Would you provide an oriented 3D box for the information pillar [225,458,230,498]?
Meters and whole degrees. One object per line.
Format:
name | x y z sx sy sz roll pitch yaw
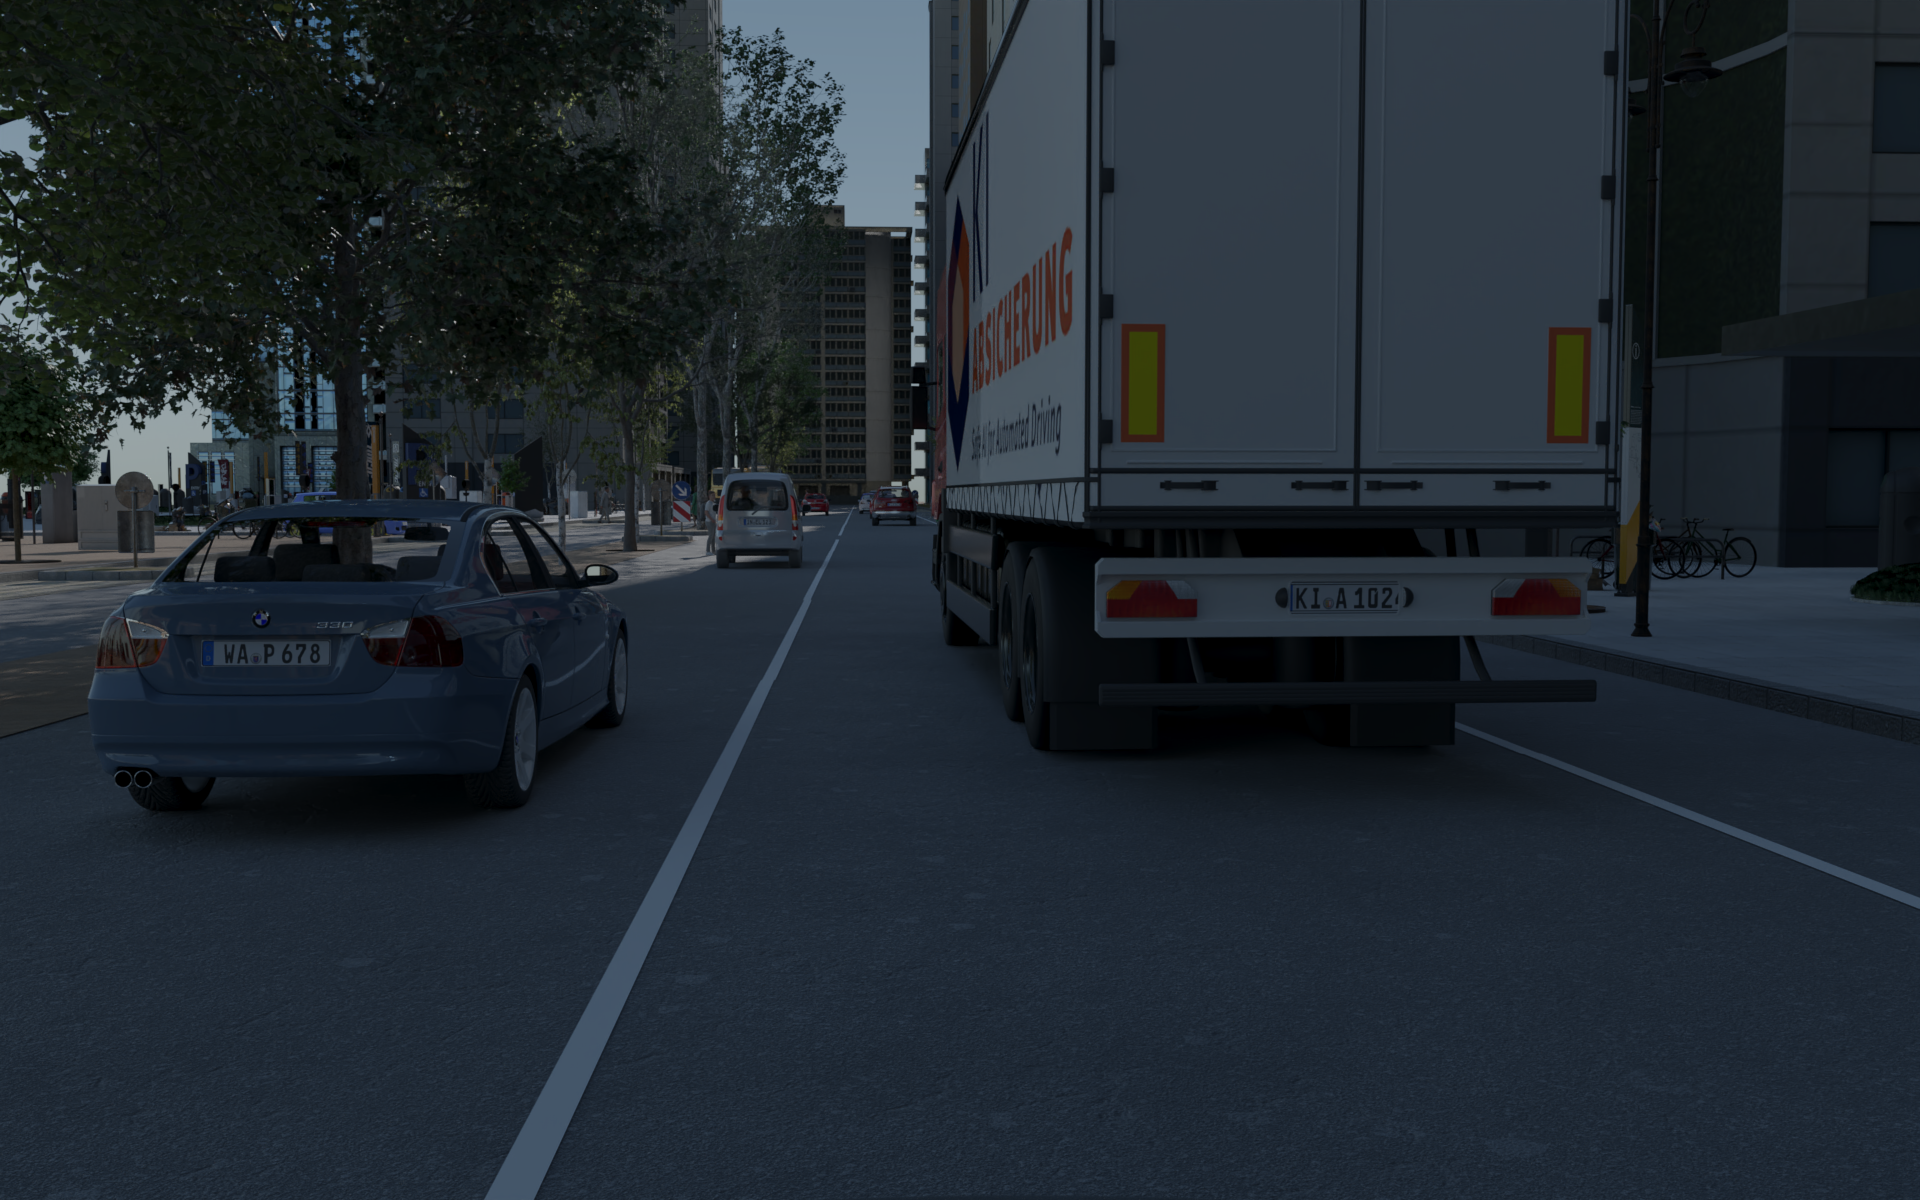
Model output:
information pillar | -47.593 -7.427 112.794 0.504 3.616 0.183 1 4 14

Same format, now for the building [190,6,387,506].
building | -81.282 -55.862 226.008 31.000 86.520 22.319 0 4 -3

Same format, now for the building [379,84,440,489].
building | -34.922 -43.123 143.319 20.563 71.187 20.611 0 4 -3

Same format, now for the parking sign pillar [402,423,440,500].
parking sign pillar | -20.590 -4.753 66.188 1.447 3.967 1.447 -3 4 -37

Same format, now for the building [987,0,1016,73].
building | 15.873 -31.273 100.558 28.713 52.752 27.495 0 4 -3

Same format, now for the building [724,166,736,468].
building | -36.918 -35.203 225.685 14.200 45.320 14.600 0 4 -3

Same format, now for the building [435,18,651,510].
building | -36.509 -44.378 163.834 20.563 71.187 20.611 0 4 -3

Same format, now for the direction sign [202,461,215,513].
direction sign | -51.405 -7.740 118.542 0.379 3.537 0.876 3 5 41

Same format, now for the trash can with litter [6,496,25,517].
trash can with litter | -52.095 -5.164 95.497 1.678 1.210 2.233 0 4 -7

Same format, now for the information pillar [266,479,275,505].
information pillar | -32.920 -4.784 82.718 0.304 2.012 0.304 -3 5 -44

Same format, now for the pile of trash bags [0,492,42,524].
pile of trash bags | -38.736 -3.894 73.415 3.447 1.369 1.912 -3 5 -40

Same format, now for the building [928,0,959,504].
building | 7.015 -40.061 196.994 21.231 58.520 28.212 0 4 -3

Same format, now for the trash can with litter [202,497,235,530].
trash can with litter | -25.474 -2.941 59.478 1.055 1.170 0.624 0 4 1

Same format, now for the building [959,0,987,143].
building | 7.201 -29.298 129.128 14.600 45.320 14.200 0 4 -3

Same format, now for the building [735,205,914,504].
building | -18.345 -33.247 235.464 23.993 40.220 32.217 0 4 -3

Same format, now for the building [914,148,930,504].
building | 9.050 -37.517 233.009 30.456 49.044 23.786 0 4 -3

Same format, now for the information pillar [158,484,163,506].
information pillar | -58.146 -7.433 126.020 0.304 2.012 0.304 -3 5 -43

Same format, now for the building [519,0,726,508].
building | -37.959 -46.464 197.939 20.611 71.187 20.563 0 4 -3

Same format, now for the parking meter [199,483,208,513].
parking meter | -41.635 -5.483 95.358 0.399 1.863 0.255 -3 5 -42

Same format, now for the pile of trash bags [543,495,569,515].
pile of trash bags | -24.578 -5.875 105.814 1.912 1.369 3.447 1 4 21

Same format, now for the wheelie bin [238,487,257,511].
wheelie bin | -32.712 -4.381 79.531 0.980 1.594 0.693 3 5 39

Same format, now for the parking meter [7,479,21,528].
parking meter | -35.335 -3.609 64.725 0.255 1.863 0.399 2 4 31

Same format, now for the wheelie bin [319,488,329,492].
wheelie bin | -32.733 -4.961 89.023 0.693 1.594 0.980 -3 4 -37

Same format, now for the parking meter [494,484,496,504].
parking meter | -26.178 -5.624 97.657 0.255 1.863 0.399 3 5 39

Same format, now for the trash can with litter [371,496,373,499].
trash can with litter | -40.608 -6.555 118.557 0.624 1.170 1.055 2 4 28

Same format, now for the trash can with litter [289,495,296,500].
trash can with litter | -38.654 -5.415 99.593 2.233 1.210 1.678 0 4 -4

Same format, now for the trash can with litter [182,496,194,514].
trash can with litter | -37.180 -4.481 84.315 2.233 1.210 1.678 -1 4 -17

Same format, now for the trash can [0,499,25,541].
trash can | -25.782 -2.164 47.027 0.748 1.137 0.748 0 3 0

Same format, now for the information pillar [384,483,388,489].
information pillar | -38.095 -6.755 114.941 0.304 2.012 0.304 -1 4 -9

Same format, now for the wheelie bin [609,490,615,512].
wheelie bin | -25.058 -7.077 123.612 0.980 1.594 0.693 0 4 7

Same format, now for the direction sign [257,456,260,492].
direction sign | -42.252 -6.874 104.386 0.379 3.537 0.876 -1 4 -14

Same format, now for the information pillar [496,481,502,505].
information pillar | -24.725 -5.410 92.948 0.304 2.012 0.304 -1 4 -13

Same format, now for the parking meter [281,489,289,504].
parking meter | -33.640 -4.768 86.372 0.372 1.533 0.369 0 3 0

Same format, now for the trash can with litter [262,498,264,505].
trash can with litter | -51.877 -7.195 129.018 1.055 1.170 0.624 1 4 10

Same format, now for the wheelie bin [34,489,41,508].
wheelie bin | -61.208 -6.553 115.056 0.693 1.594 0.980 2 4 27

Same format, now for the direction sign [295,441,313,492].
direction sign | -28.106 -5.010 73.903 0.379 3.537 0.876 0 4 7

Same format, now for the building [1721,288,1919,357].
building | 19.350 -21.299 2.863 22.147 44.769 28.867 0 4 -3

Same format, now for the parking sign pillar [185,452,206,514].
parking sign pillar | -49.044 -7.501 111.120 1.447 3.967 1.447 1 4 21

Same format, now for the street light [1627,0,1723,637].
street light | 6.146 -2.609 15.440 0.468 5.910 1.993 0 4 -3

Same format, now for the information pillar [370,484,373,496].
information pillar | -43.004 -7.481 126.803 0.304 2.012 0.304 0 4 -6

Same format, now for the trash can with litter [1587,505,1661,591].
trash can with litter | 8.697 -0.709 22.987 1.055 1.170 0.624 1 4 10

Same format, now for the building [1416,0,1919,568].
building | 15.430 -36.698 38.260 20.563 71.187 20.611 0 4 -3

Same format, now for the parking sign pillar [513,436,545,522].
parking sign pillar | -19.883 -5.578 79.665 1.447 3.967 1.447 -2 4 -27

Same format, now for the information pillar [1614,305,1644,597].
information pillar | 8.429 -1.855 21.685 0.183 3.616 0.504 3 5 45

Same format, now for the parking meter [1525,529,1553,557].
parking meter | 8.886 -1.273 26.523 0.399 1.863 0.255 2 4 35

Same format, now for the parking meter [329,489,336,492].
parking meter | -30.538 -4.646 84.371 0.372 1.533 0.369 0 3 0
